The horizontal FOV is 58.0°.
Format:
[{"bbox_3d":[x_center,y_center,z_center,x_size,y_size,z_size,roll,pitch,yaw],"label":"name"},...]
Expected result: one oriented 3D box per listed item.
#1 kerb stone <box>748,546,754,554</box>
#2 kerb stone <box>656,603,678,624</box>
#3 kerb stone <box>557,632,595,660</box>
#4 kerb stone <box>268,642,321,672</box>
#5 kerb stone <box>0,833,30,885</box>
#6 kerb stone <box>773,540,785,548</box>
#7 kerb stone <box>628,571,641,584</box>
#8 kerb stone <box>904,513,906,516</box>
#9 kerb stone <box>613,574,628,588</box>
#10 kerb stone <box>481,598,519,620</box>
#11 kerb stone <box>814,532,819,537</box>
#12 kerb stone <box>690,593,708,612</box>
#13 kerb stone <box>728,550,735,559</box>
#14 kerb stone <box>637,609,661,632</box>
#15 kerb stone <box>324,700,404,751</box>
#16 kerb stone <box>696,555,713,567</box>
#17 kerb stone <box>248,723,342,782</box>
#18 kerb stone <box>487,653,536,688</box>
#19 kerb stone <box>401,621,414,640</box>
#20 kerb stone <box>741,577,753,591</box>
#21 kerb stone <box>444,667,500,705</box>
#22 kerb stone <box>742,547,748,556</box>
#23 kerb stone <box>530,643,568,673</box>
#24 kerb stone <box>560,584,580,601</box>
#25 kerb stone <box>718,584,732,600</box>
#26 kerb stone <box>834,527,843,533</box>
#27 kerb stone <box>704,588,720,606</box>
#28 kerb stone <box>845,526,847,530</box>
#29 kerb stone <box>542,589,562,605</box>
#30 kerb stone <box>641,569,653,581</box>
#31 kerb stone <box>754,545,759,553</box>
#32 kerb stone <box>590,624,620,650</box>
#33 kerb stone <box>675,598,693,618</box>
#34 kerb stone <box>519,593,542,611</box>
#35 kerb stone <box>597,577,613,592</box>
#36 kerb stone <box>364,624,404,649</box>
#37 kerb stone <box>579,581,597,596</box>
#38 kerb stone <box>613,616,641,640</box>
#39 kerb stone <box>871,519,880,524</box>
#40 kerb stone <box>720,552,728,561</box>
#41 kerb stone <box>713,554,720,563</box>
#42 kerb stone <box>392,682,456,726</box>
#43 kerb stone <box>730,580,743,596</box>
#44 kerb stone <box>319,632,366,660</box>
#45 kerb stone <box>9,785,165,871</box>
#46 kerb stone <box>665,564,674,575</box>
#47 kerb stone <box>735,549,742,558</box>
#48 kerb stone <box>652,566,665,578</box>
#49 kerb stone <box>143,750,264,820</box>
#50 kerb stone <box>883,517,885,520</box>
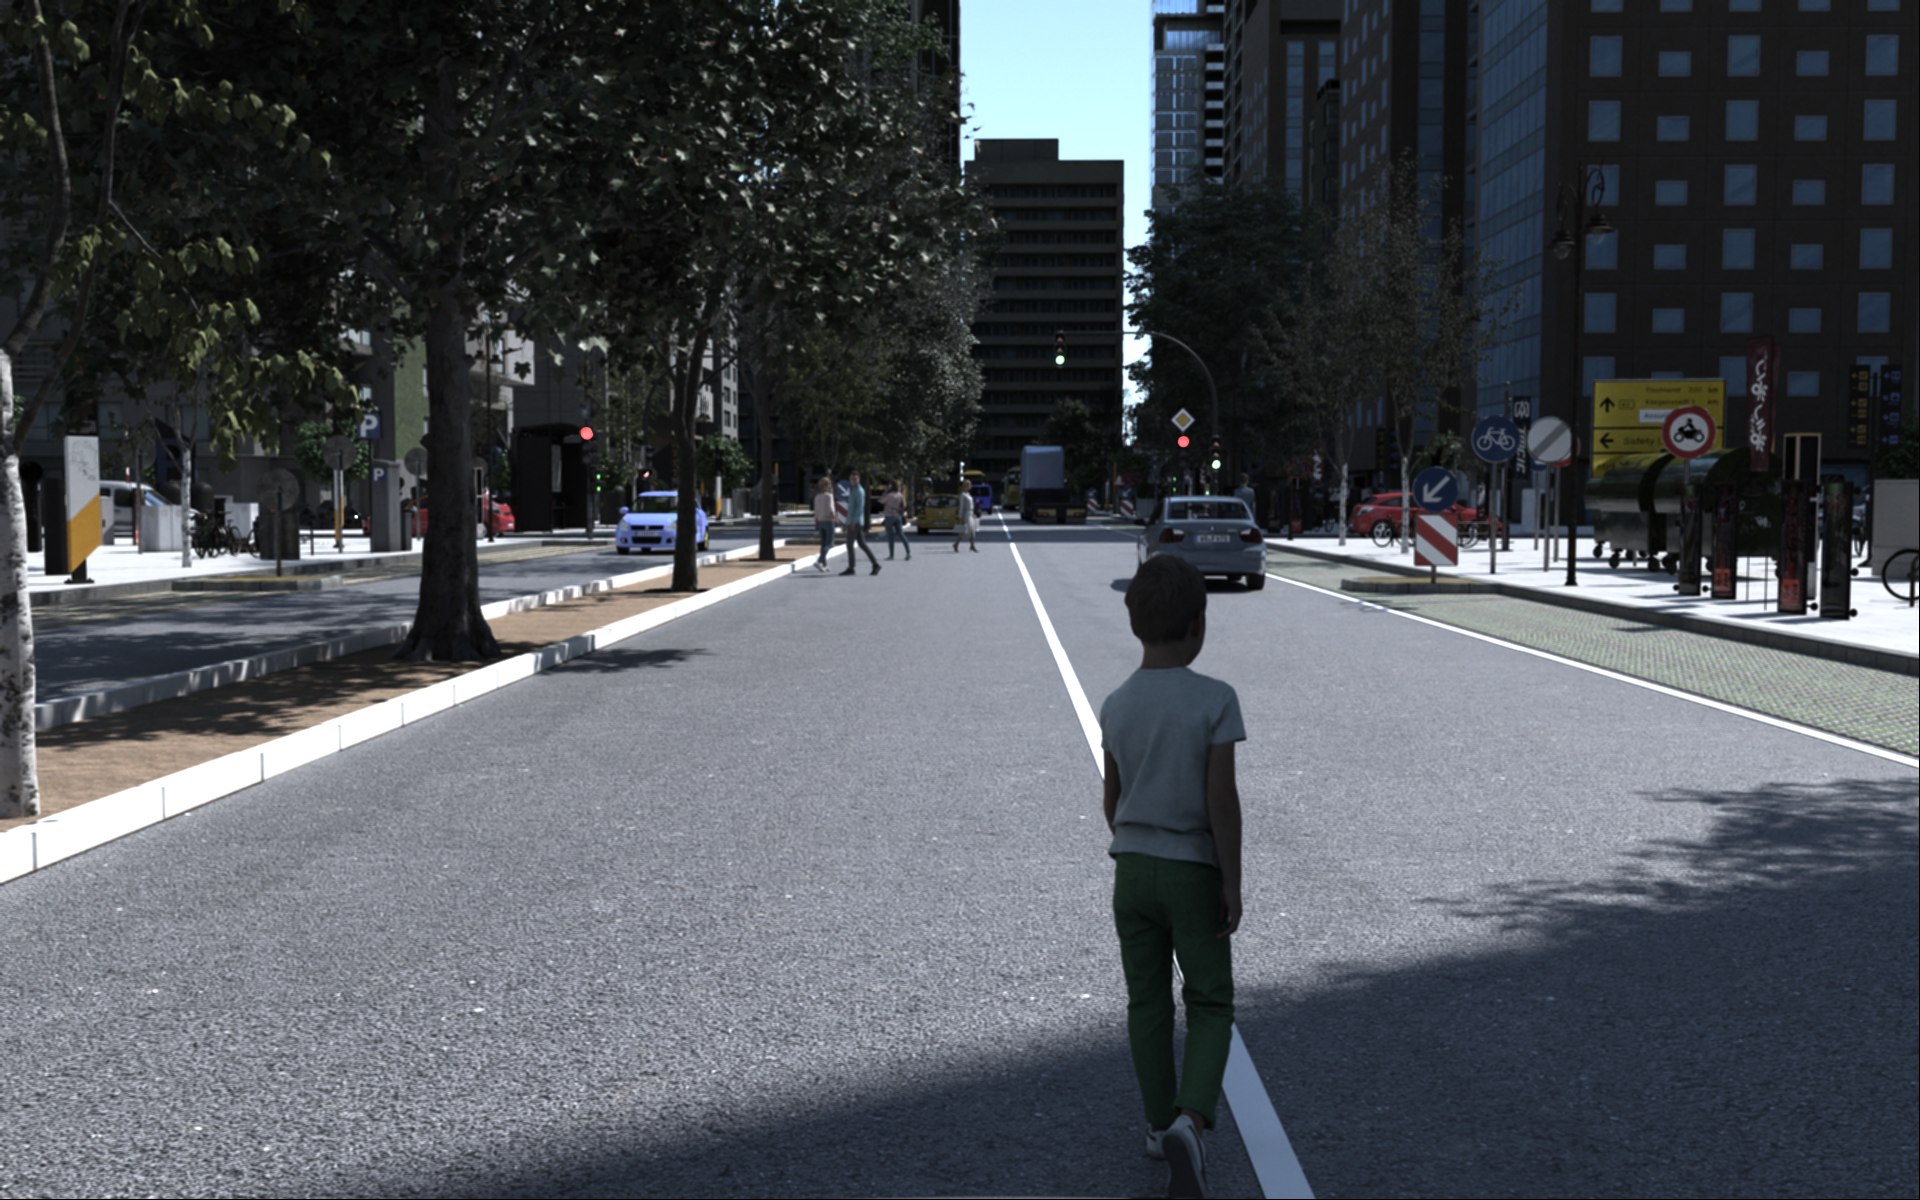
[{"bbox_3d":[-5.049,-1.147,40.946,0.120,0.150,1.000,0,4,1],"label":"kerb stone"},{"bbox_3d":[-3.344,0.171,19.401,0.120,0.150,1.000,0,4,1],"label":"kerb stone"},{"bbox_3d":[-3.418,0.422,15.291,0.120,0.150,1.000,0,4,1],"label":"kerb stone"},{"bbox_3d":[-5.536,0.485,14.264,0.120,0.150,1.000,0,4,1],"label":"kerb stone"},{"bbox_3d":[-3.579,0.987,6.055,0.120,0.150,1.000,0,4,1],"label":"kerb stone"},{"bbox_3d":[-4.949,-1.523,47.099,0.120,0.150,1.000,0,4,1],"label":"kerb stone"},{"bbox_3d":[-5.291,-0.330,27.616,0.120,0.150,1.000,0,4,1],"label":"kerb stone"},{"bbox_3d":[-3.642,-6.008,120.423,0.120,0.150,1.000,0,4,1],"label":"kerb stone"},{"bbox_3d":[-5.303,-0.269,26.589,0.120,0.150,1.000,0,4,1],"label":"kerb stone"},{"bbox_3d":[-5.422,0.109,20.407,0.120,0.150,1.000,0,4,1],"label":"kerb stone"},{"bbox_3d":[-4.757,-2.181,57.859,0.120,0.150,1.000,0,4,1],"label":"kerb stone"},{"bbox_3d":[-3.300,0.051,21.447,0.120,0.150,1.000,0,4,1],"label":"kerb stone"},{"bbox_3d":[-5.117,-0.959,37.867,0.120,0.150,1.000,0,4,1],"label":"kerb stone"},{"bbox_3d":[-3.357,0.236,18.366,0.120,0.150,1.000,0,4,1],"label":"kerb stone"},{"bbox_3d":[-3.501,0.737,10.150,0.120,0.150,1.000,0,4,1],"label":"kerb stone"},{"bbox_3d":[-5.158,-0.768,34.789,0.120,0.150,1.000,0,4,1],"label":"kerb stone"},{"bbox_3d":[-3.518,0.803,9.123,0.120,0.150,1.000,0,4,1],"label":"kerb stone"},{"bbox_3d":[-3.449,0.548,13.235,0.120,0.150,1.000,0,4,1],"label":"kerb stone"},{"bbox_3d":[-5.479,0.297,17.337,0.120,0.150,1.000,0,4,1],"label":"kerb stone"},{"bbox_3d":[-3.227,-0.206,25.562,0.120,0.150,1.000,0,4,1],"label":"kerb stone"},{"bbox_3d":[-3.466,0.612,12.213,0.120,0.150,1.000,0,4,1],"label":"kerb stone"},{"bbox_3d":[-5.074,-1.084,39.922,0.120,0.150,1.000,0,4,1],"label":"kerb stone"},{"bbox_3d":[-3.434,0.491,14.264,0.120,0.150,1.000,0,4,1],"label":"kerb stone"},{"bbox_3d":[-5.367,-0.080,23.497,0.120,0.150,1.000,0,4,1],"label":"kerb stone"},{"bbox_3d":[-3.271,-0.080,23.507,0.120,0.150,1.000,0,4,1],"label":"kerb stone"},{"bbox_3d":[-4.601,-2.683,66.067,0.120,0.150,1.000,0,4,1],"label":"kerb stone"},{"bbox_3d":[-3.282,-0.017,22.479,0.120,0.150,1.000,0,4,1],"label":"kerb stone"},{"bbox_3d":[-4.593,-2.743,67.094,0.120,0.150,1.000,0,4,1],"label":"kerb stone"},{"bbox_3d":[-5.386,-0.013,22.467,0.120,0.150,1.000,0,4,1],"label":"kerb stone"},{"bbox_3d":[-5.274,-0.389,28.638,0.120,0.150,1.000,0,4,1],"label":"kerb stone"},{"bbox_3d":[-5.036,-1.209,41.968,0.120,0.150,1.000,0,4,1],"label":"kerb stone"},{"bbox_3d":[-3.392,0.359,16.318,0.120,0.150,1.000,0,4,1],"label":"kerb stone"},{"bbox_3d":[-3.322,0.112,20.425,0.120,0.150,1.000,0,4,1],"label":"kerb stone"},{"bbox_3d":[-5.398,0.046,21.436,0.120,0.150,1.000,0,4,1],"label":"kerb stone"},{"bbox_3d":[-5.326,-0.204,25.556,0.120,0.150,1.000,0,4,1],"label":"kerb stone"},{"bbox_3d":[-5.495,0.360,16.315,0.120,0.150,1.000,0,4,1],"label":"kerb stone"},{"bbox_3d":[-5.354,-0.143,24.534,0.120,0.150,1.000,0,4,1],"label":"kerb stone"},{"bbox_3d":[-3.377,0.297,17.340,0.120,0.150,1.000,0,4,1],"label":"kerb stone"},{"bbox_3d":[-4.238,-3.939,86.595,0.120,0.150,1.000,0,4,1],"label":"kerb stone"},{"bbox_3d":[-5.128,-0.892,36.842,0.120,0.150,1.000,0,4,1],"label":"kerb stone"},{"bbox_3d":[-5.149,-0.832,35.819,0.120,0.150,1.000,0,4,1],"label":"kerb stone"},{"bbox_3d":[-3.484,0.675,11.181,0.120,0.150,1.000,0,4,1],"label":"kerb stone"},{"bbox_3d":[-3.245,-0.143,24.531,0.120,0.150,1.000,0,4,1],"label":"kerb stone"},{"bbox_3d":[-5.513,0.422,15.294,0.120,0.150,1.000,0,4,1],"label":"kerb stone"},{"bbox_3d":[-3.558,0.925,7.079,0.120,0.150,1.000,0,4,1],"label":"kerb stone"},{"bbox_3d":[-5.236,-0.520,30.691,0.120,0.150,1.000,0,4,1],"label":"kerb stone"},{"bbox_3d":[-5.089,-1.020,38.895,0.120,0.150,1.000,0,4,1],"label":"kerb stone"},{"bbox_3d":[-5.256,-0.457,29.659,0.120,0.150,1.000,0,4,1],"label":"kerb stone"},{"bbox_3d":[-3.541,0.862,8.101,0.120,0.150,1.000,0,4,1],"label":"kerb stone"},{"bbox_3d":[-4.165,-4.190,90.704,0.120,0.150,1.000,0,4,1],"label":"kerb stone"}]
